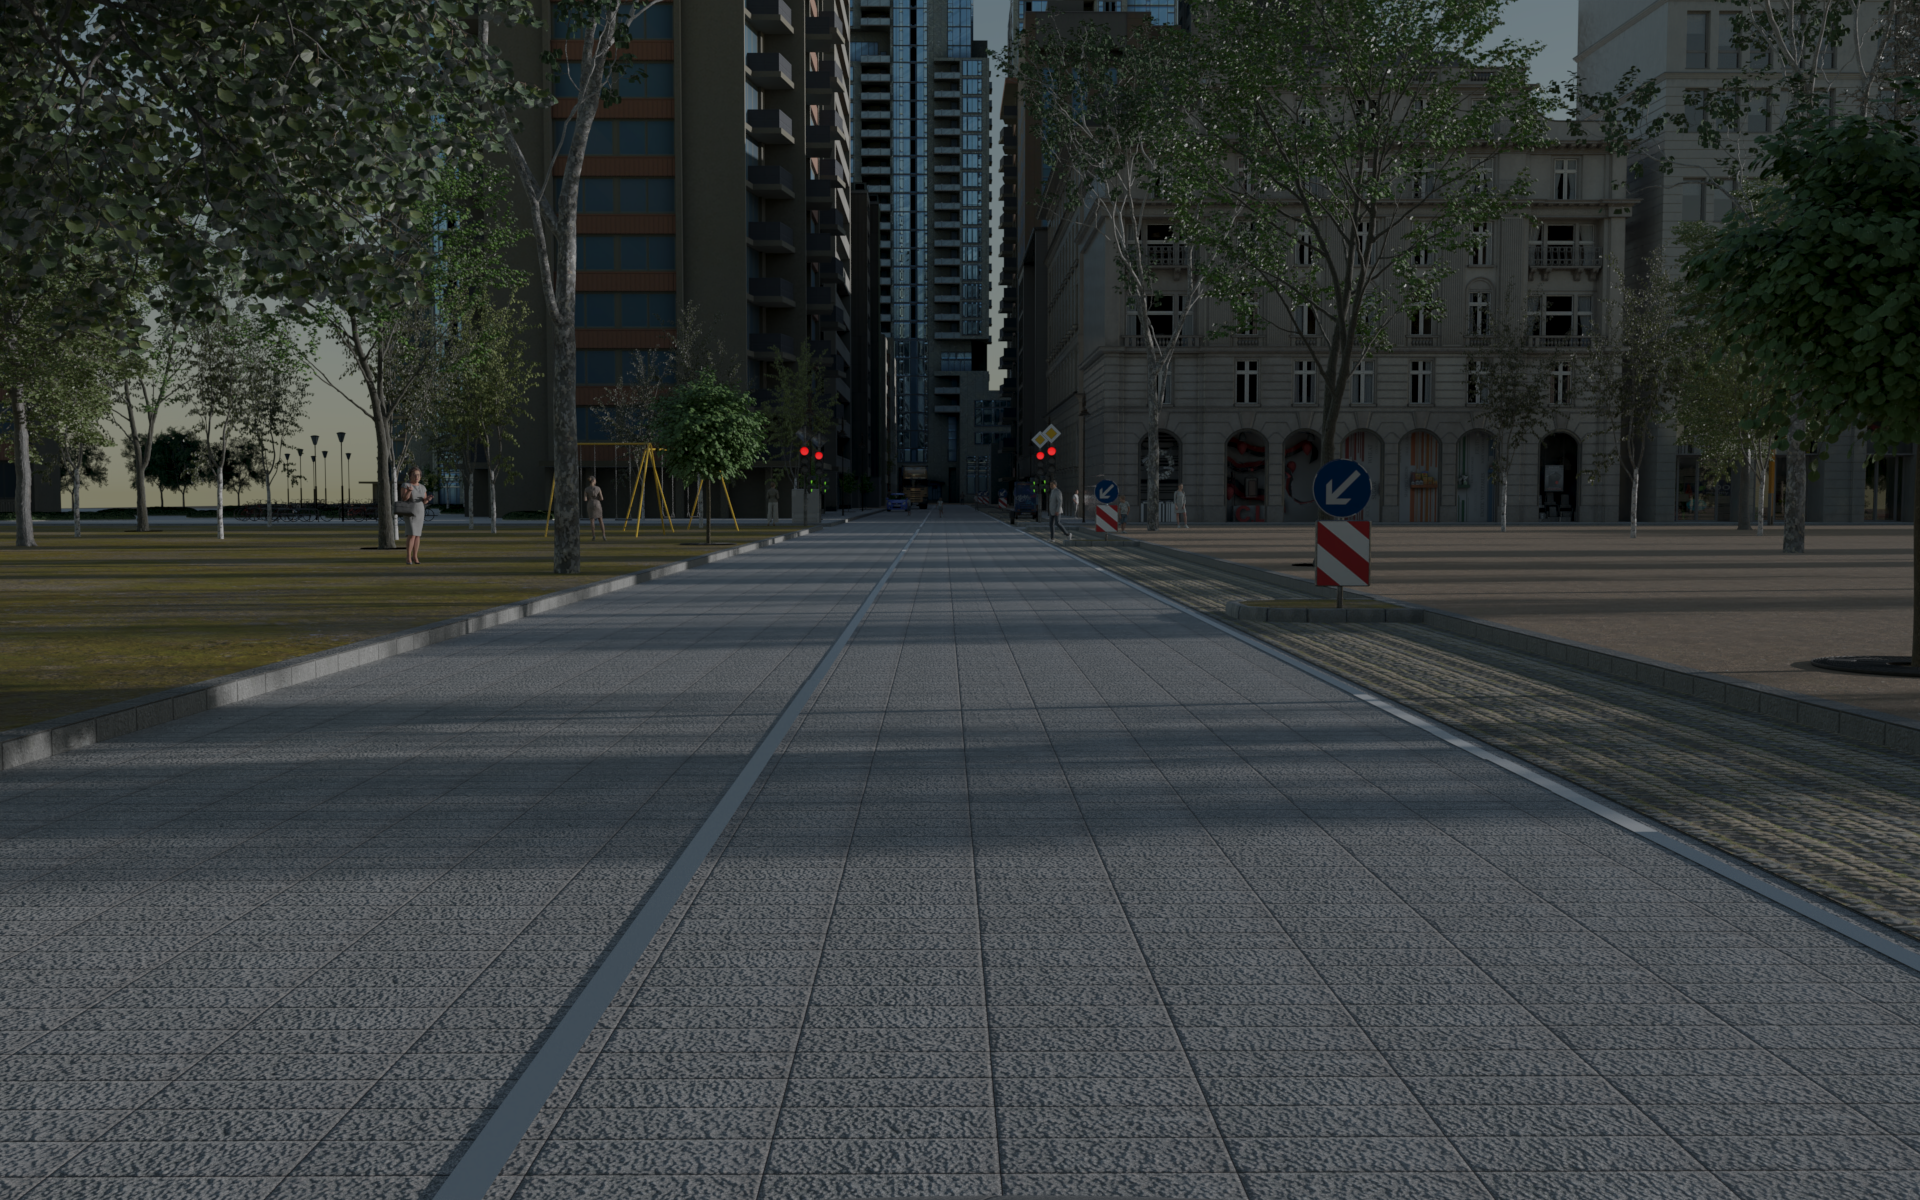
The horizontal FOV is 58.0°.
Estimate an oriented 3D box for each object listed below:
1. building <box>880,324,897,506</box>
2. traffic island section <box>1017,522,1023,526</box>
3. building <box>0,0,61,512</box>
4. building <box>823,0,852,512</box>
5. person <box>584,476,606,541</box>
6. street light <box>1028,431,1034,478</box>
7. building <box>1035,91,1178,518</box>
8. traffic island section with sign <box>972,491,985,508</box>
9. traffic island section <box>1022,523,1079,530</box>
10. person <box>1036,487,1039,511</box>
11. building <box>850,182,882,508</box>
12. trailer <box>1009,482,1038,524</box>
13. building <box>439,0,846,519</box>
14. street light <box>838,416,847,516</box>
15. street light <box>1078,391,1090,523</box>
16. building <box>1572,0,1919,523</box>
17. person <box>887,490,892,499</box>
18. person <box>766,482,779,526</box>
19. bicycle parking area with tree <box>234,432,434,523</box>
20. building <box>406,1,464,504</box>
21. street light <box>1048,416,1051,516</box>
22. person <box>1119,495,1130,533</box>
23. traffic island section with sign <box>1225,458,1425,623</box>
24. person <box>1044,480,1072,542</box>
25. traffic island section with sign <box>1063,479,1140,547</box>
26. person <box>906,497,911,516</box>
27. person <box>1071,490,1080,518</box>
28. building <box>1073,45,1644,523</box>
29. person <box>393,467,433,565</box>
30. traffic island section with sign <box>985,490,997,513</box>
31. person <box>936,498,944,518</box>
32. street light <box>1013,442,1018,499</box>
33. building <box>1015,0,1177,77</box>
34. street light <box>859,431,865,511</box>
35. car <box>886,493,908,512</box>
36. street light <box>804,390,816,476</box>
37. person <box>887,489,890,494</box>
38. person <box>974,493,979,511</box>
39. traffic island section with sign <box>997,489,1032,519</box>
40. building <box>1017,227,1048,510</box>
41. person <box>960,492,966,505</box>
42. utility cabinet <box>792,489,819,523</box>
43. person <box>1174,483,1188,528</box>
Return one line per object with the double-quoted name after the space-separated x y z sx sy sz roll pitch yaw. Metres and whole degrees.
-22.663 -22.598 214.512 28.899 21.520 27.650 0 4 -1 "building"
3.577 -3.356 77.147 2.009 0.180 2.903 0 4 -1 "traffic island section"
-61.905 -26.315 84.869 28.867 44.769 22.147 0 4 -1 "building"
-19.801 -31.322 135.810 21.300 48.544 21.600 0 4 -1 "building"
-10.043 -2.524 47.653 0.599 1.781 0.374 -1 4 -15 "person"
5.169 -9.419 126.790 0.468 5.910 1.993 0 4 -1 "street light"
13.486 -16.741 107.002 16.112 22.955 30.059 0 4 -1 "building"
2.561 -10.464 179.714 1.989 1.847 2.006 0 4 -1 "traffic island section with sign"
3.657 -2.867 69.162 2.009 0.180 2.903 0 4 -1 "traffic island section"
4.991 -6.425 111.192 0.616 1.811 0.778 0 4 2 "person"
-14.592 -23.736 159.782 14.160 30.474 14.107 0 4 -1 "building"
3.083 -4.605 82.343 1.471 1.999 3.904 0 4 1 "trailer"
-18.296 -27.409 102.767 22.147 44.769 28.867 0 4 -1 "building"
-6.923 -7.923 102.335 0.468 5.910 1.993 0 4 -1 "street light"
5.550 -6.407 77.544 0.468 5.910 1.993 0 4 -1 "street light"
45.716 -18.620 81.929 29.804 29.767 11.434 0 4 -1 "building"
-7.557 -11.243 190.404 0.750 1.759 0.617 -2 4 -25 "person"
-7.513 -3.858 69.677 0.519 1.759 0.362 0 4 7 "person"
-29.867 -5.833 82.377 9.016 4.147 8.231 -1 4 -20 "bicycle parking area with tree"
-52.640 -55.202 215.224 31.000 86.520 22.319 0 4 -1 "building"
5.268 -7.912 102.153 0.468 5.910 1.993 0 4 -1 "street light"
5.362 -2.804 56.569 0.332 1.250 0.352 3 5 42 "person"
4.151 -0.702 20.100 1.989 1.847 2.006 0 4 -1 "traffic island section with sign"
2.906 -2.635 51.436 0.795 1.843 0.661 -1 4 -17 "person"
3.864 -2.395 47.779 1.989 1.847 2.006 0 4 -1 "traffic island section with sign"
-3.395 -6.208 114.679 0.332 1.250 0.352 -1 4 -18 "person"
6.121 -5.039 91.031 0.523 1.515 0.503 0 4 2 "person"
17.908 -14.732 82.672 24.055 21.916 13.314 0 4 -1 "building"
-9.968 -1.538 31.547 0.532 1.782 0.716 3 5 39 "person"
3.060 -7.381 129.314 1.989 1.847 2.006 0 4 -1 "traffic island section with sign"
-1.230 -5.620 105.408 0.505 1.210 0.382 1 4 10 "person"
4.829 -10.952 151.844 0.468 5.910 1.993 0 4 -1 "street light"
15.131 -54.943 210.995 22.319 86.520 31.000 0 4 -1 "building"
-7.185 -9.468 127.586 0.468 5.910 1.993 0 4 -1 "street light"
-5.110 -8.103 142.075 1.945 1.707 3.694 0 4 0 "car"
-6.675 -6.384 77.159 0.468 5.910 1.993 0 4 -1 "street light"
-8.071 -11.756 198.250 1.348 1.824 0.705 0 4 8 "person"
1.395 -8.116 143.788 0.523 1.515 0.503 1 4 19 "person"
3.340 -5.696 101.751 1.989 1.847 2.006 0 4 -1 "traffic island section with sign"
12.232 -19.464 137.299 14.314 24.678 30.058 0 4 -1 "building"
0.409 -13.275 226.073 0.617 1.759 0.750 2 4 33 "person"
-6.778 -4.118 76.009 1.173 1.500 0.318 0 4 1 "utility cabinet"
8.317 -3.571 65.431 0.512 1.701 0.522 -1 4 -17 "person"
